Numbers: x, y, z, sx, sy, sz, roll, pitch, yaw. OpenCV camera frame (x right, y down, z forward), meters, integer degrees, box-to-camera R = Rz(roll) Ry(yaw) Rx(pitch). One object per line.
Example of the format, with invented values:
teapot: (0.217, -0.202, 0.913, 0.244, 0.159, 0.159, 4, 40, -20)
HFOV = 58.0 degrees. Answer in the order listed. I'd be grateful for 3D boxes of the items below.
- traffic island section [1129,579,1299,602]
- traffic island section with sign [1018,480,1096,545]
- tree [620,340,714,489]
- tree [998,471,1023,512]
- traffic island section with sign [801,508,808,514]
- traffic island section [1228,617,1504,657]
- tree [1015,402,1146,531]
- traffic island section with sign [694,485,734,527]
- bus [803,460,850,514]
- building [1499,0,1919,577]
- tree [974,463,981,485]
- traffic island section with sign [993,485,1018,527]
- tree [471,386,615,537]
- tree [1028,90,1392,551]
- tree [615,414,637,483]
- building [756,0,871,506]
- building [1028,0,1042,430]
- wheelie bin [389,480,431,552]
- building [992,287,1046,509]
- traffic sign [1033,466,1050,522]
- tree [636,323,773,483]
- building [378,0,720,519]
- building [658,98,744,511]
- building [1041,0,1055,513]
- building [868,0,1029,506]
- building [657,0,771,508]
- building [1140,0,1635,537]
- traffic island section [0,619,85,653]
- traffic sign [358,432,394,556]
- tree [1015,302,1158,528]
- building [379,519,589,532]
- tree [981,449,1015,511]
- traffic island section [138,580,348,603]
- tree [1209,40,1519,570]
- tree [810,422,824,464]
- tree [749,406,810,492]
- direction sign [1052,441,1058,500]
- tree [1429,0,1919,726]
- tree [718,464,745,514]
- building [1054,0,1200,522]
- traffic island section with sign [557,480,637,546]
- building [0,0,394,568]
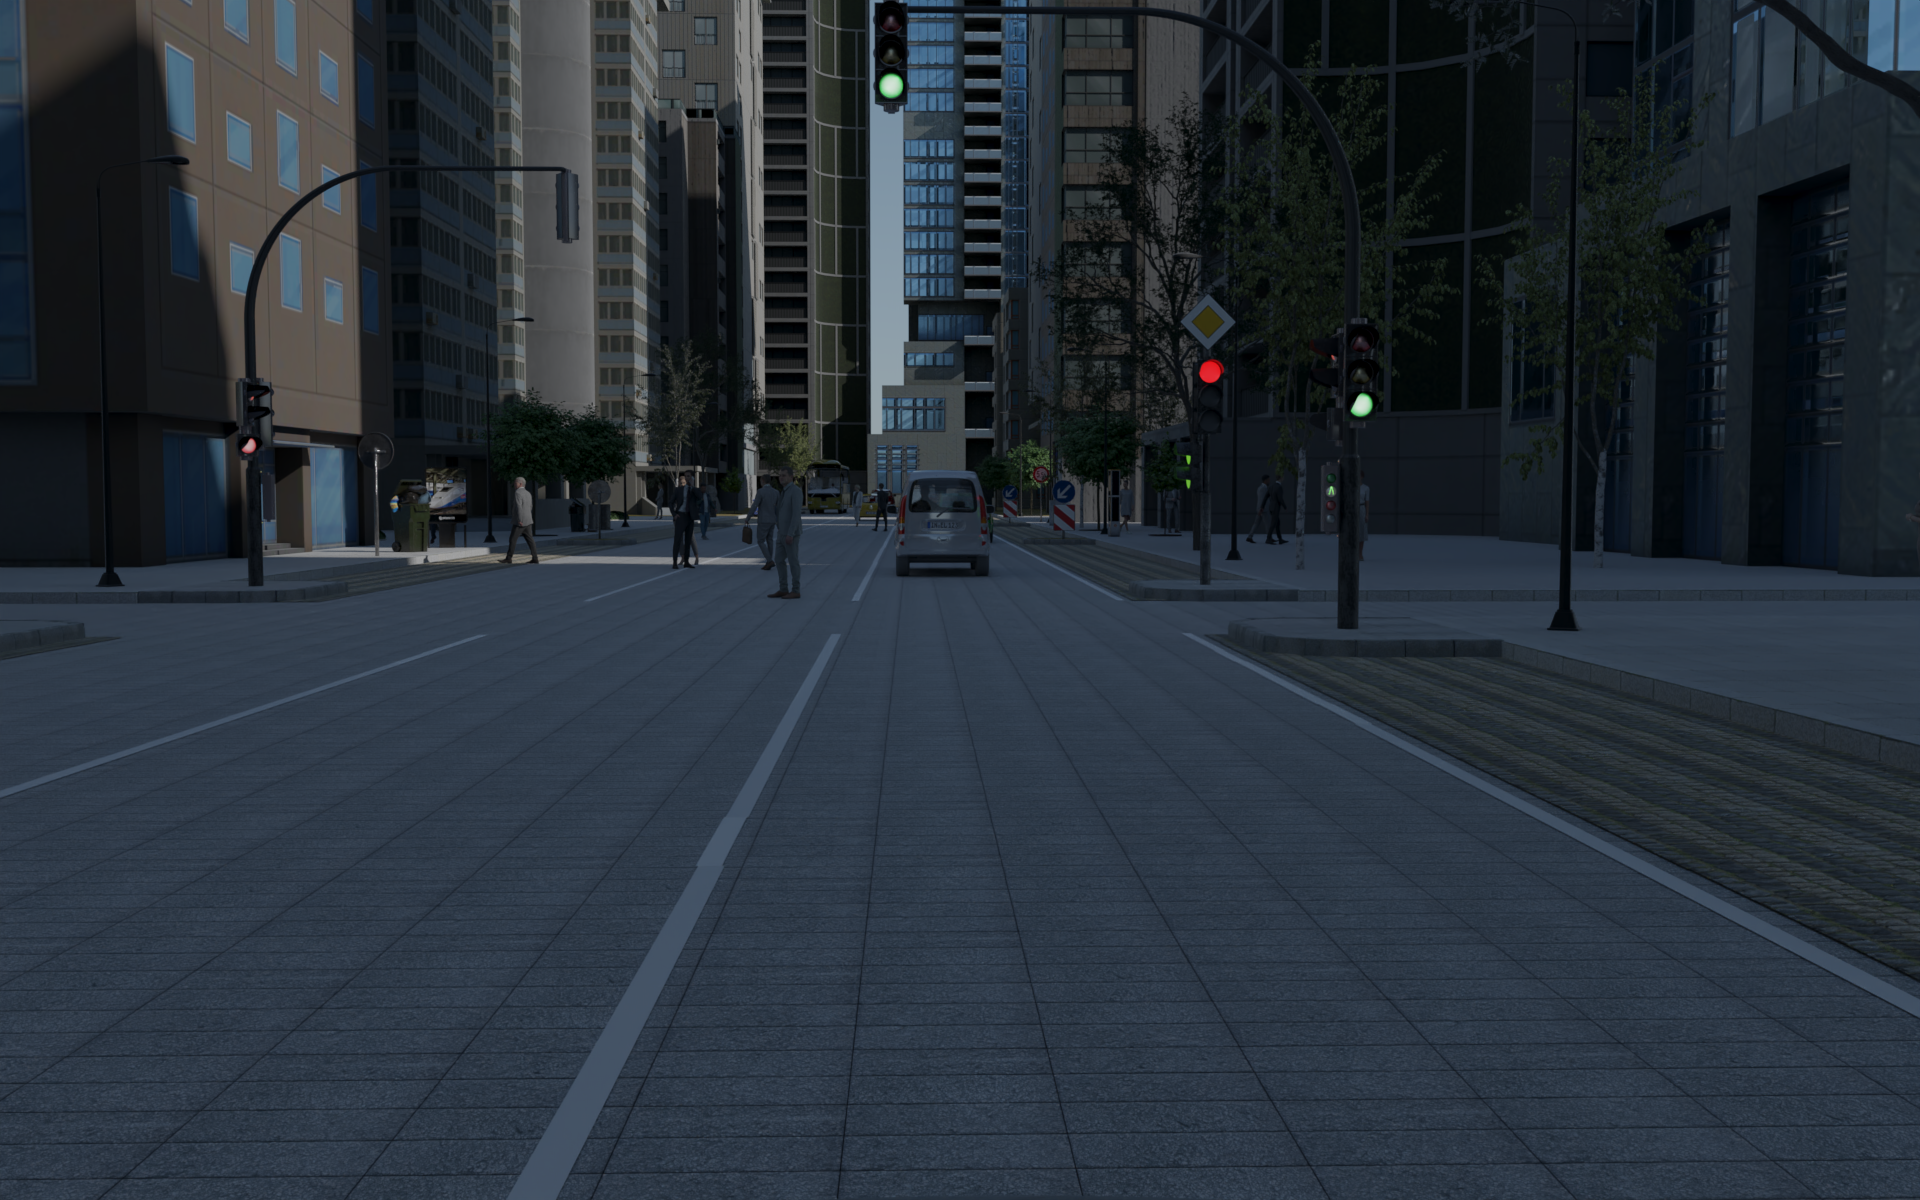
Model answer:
traffic island section: (3.494, -0.138, 24.531, 2.009, 0.180, 2.903, 0, 4, -2)
traffic island section with sign: (2.802, -2.505, 49.588, 1.989, 1.847, 2.006, 0, 4, -2)
tree: (-13.742, -8.084, 82.539, 4.360, 8.622, 3.978, 0, 3, 0)
tree: (3.517, -7.981, 125.096, 1.663, 3.219, 1.824, 0, 3, 0)
traffic island section with sign: (-12.318, -7.193, 126.237, 1.989, 1.847, 2.006, 0, 4, -2)
traffic island section: (3.714, 0.351, 16.549, 2.009, 0.180, 2.903, 0, 4, -2)
tree: (4.942, -4.709, 60.702, 4.285, 4.588, 4.351, 0, 3, 0)
traffic island section with sign: (-10.936, -4.103, 75.718, 1.989, 1.847, 2.006, 0, 4, -2)
bus: (-9.688, -8.341, 127.929, 2.896, 3.916, 12.252, 0, 4, -1)
building: (29.272, -44.220, 35.667, 31.000, 86.520, 22.319, 0, 4, -2)
tree: (2.742, -8.939, 129.860, 4.285, 4.588, 4.351, 0, 3, 0)
traffic island section with sign: (2.061, -4.153, 76.533, 1.989, 1.847, 2.006, 0, 4, -2)
tree: (-13.109, -4.225, 52.795, 4.285, 4.588, 4.351, 0, 3, 0)
tree: (5.525, -6.423, 39.434, 8.767, 10.594, 7.601, 1, 4, 11)
tree: (-13.165, -4.762, 61.581, 4.285, 4.588, 4.351, 0, 3, 0)
building: (-20.465, -46.163, 193.009, 20.611, 71.187, 20.563, 0, 4, -2)
building: (19.430, -33.126, 130.850, 28.713, 52.752, 27.495, 0, 4, -2)
wheelie bin: (-12.127, -1.862, 38.353, 0.693, 1.594, 0.980, 2, 4, 27)
building: (17.475, -19.258, 159.905, 27.650, 21.520, 28.899, 0, 4, -2)
traffic sign: (3.684, -4.801, 78.609, 0.768, 2.556, 0.104, 0, 4, 7)
tree: (-13.704, -9.748, 93.786, 8.767, 10.594, 7.601, 2, 4, 24)
building: (-32.360, -25.592, 110.313, 32.217, 40.220, 23.993, 0, 4, -2)
building: (-23.996, -21.906, 129.861, 14.160, 30.474, 14.107, 0, 4, -2)
building: (12.583, -28.120, 109.880, 14.600, 45.320, 14.200, 0, 4, -2)
building: (5.290, -53.950, 194.747, 31.000, 86.520, 22.319, 0, 4, -2)
building: (-31.999, -34.768, 157.695, 27.495, 52.752, 28.713, 0, 4, -2)
building: (17.809, -37.902, 57.949, 20.563, 71.187, 20.611, 0, 4, -2)
traffic island section: (-9.622, 0.373, 16.188, 2.009, 0.180, 2.903, 0, 4, -2)
traffic sign: (-12.027, -2.175, 35.667, 0.768, 2.556, 0.104, 0, 4, 8)
tree: (4.500, -7.076, 66.050, 4.360, 8.622, 3.978, 0, 3, 0)
building: (-31.335, -22.831, 65.164, 32.217, 40.220, 23.993, 0, 4, -2)
tree: (4.096, -7.209, 101.577, 4.285, 4.588, 4.351, 0, 3, 0)
traffic island section: (-9.842, -0.116, 24.170, 2.009, 0.180, 2.903, 0, 4, -2)
tree: (5.996, -4.828, 29.292, 4.737, 8.622, 4.395, 0, 3, 0)
tree: (-15.563, -13.020, 163.235, 4.737, 8.622, 4.395, 0, 3, 0)
tree: (-15.274, -11.700, 141.653, 4.737, 8.622, 4.395, 0, 3, 0)
direction sign: (4.075, -5.028, 74.202, 0.379, 3.537, 0.876, -1, 4, -10)
tree: (5.760, -6.031, 8.984, 12.009, 13.543, 11.850, 0, 3, 0)
tree: (-14.411, -7.093, 110.566, 1.663, 3.219, 1.824, 0, 3, 0)
building: (11.444, -19.122, 84.338, 14.160, 30.474, 14.107, 0, 4, -2)
traffic island section with sign: (-10.181, -2.455, 48.773, 1.989, 1.847, 2.006, 0, 4, -2)
building: (-21.044, -23.566, 35.421, 14.600, 45.320, 14.200, 0, 4, -2)
